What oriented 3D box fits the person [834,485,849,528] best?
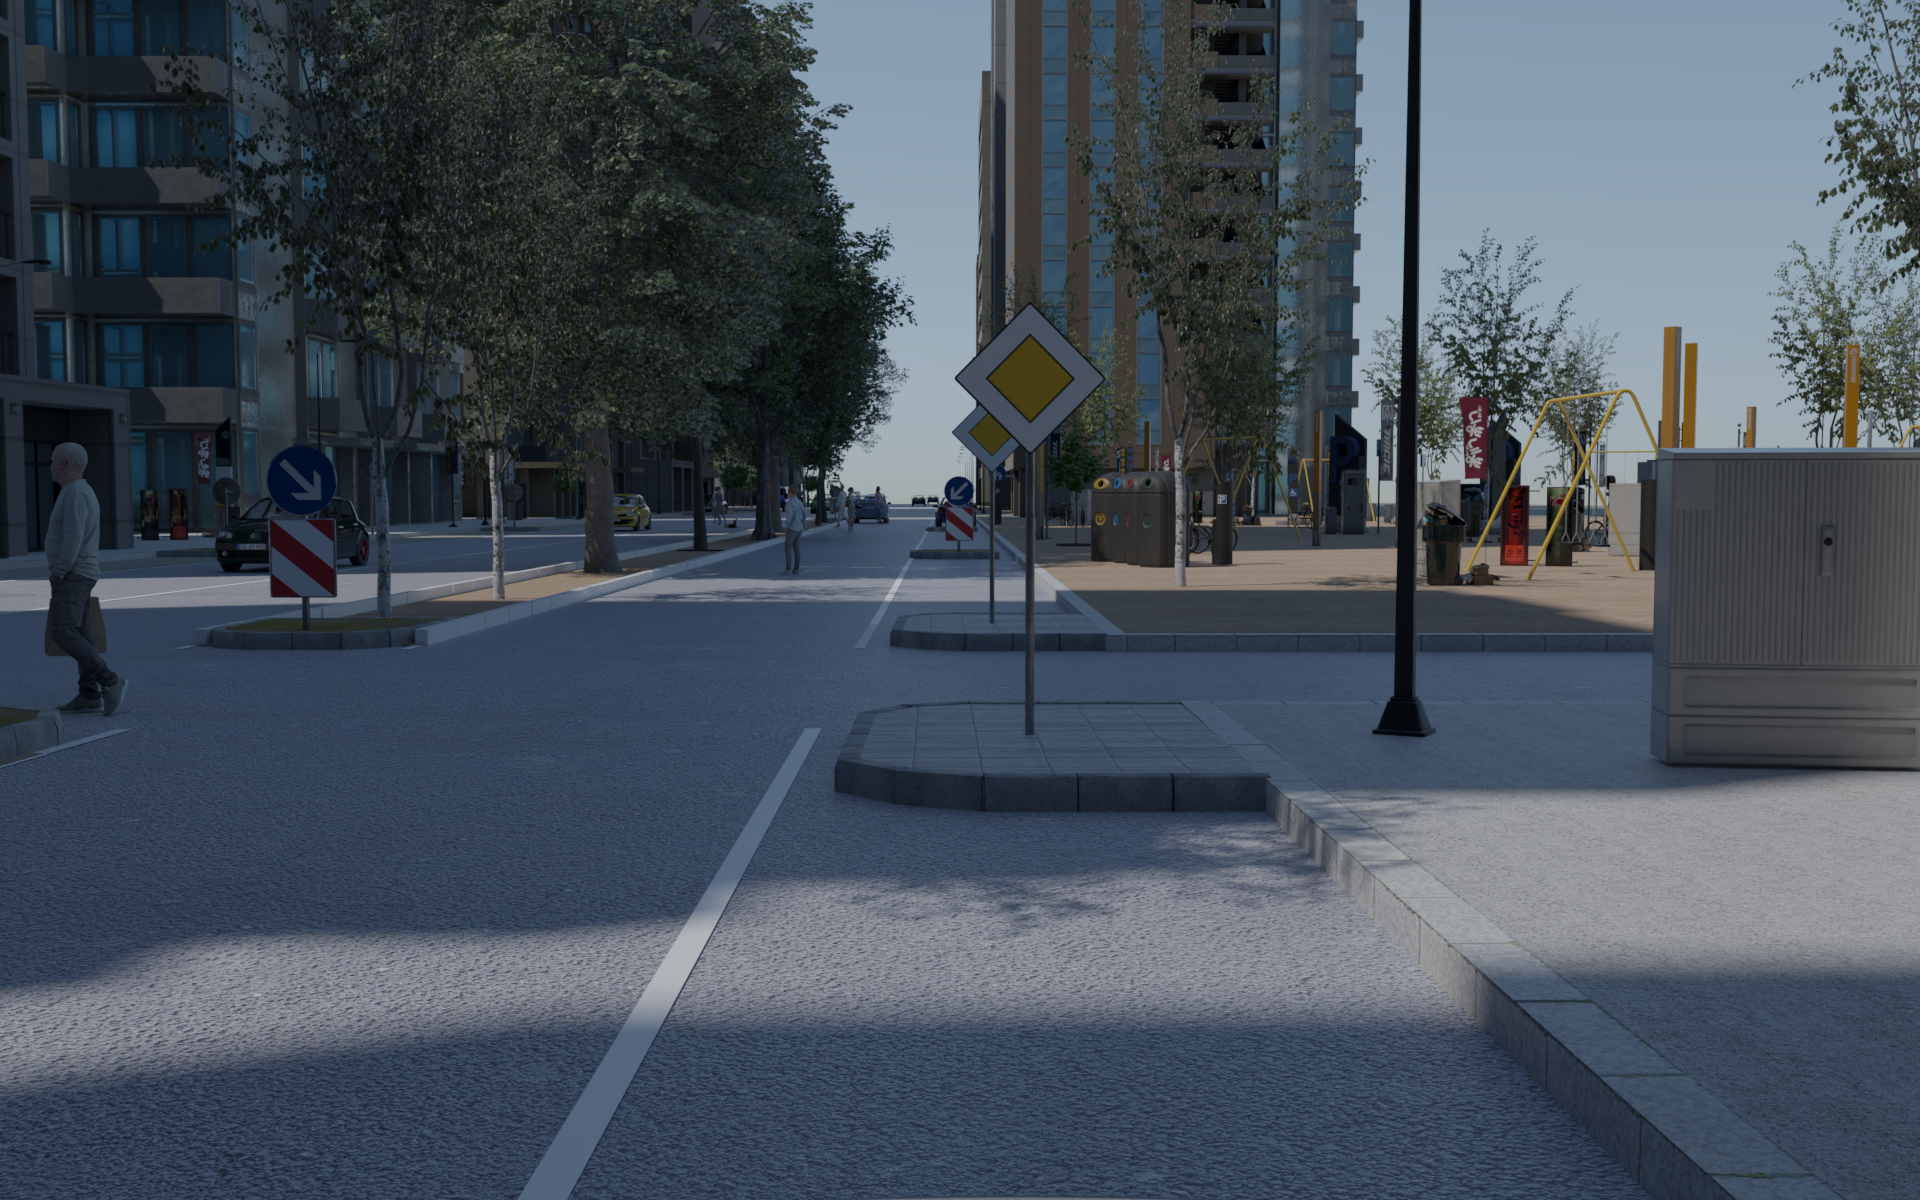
[{"bbox_3d":[-4.986,-4.021,74.116,0.818,1.842,0.514,0,4,7],"label":"person"}]

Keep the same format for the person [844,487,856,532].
[{"bbox_3d":[-4.089,-3.387,64.876,0.522,1.701,0.512,-1,4,-18],"label":"person"}]

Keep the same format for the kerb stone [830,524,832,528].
[{"bbox_3d":[-5.470,-2.994,71.224,0.120,0.150,1.000,0,4,0],"label":"kerb stone"}]

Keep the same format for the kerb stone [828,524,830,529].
[{"bbox_3d":[-5.457,-2.936,70.199,0.120,0.150,1.000,0,4,0],"label":"kerb stone"}]

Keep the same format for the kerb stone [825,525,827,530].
[{"bbox_3d":[-5.447,-2.805,68.151,0.120,0.150,1.000,0,4,0],"label":"kerb stone"}]

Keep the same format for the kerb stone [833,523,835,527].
[{"bbox_3d":[-5.479,-3.123,73.281,0.120,0.150,1.000,0,4,0],"label":"kerb stone"}]

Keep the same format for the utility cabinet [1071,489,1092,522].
[{"bbox_3d":[5.575,-4.324,79.374,0.318,1.500,1.173,-3,4,-36],"label":"utility cabinet"}]

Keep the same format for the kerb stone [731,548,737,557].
[{"bbox_3d":[-5.259,-1.054,39.427,0.120,0.150,1.000,0,4,0],"label":"kerb stone"}]

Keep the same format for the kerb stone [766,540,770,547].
[{"bbox_3d":[-5.300,-1.493,46.608,0.120,0.150,1.000,0,4,0],"label":"kerb stone"}]

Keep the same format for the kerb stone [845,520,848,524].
[{"bbox_3d":[-5.561,-3.748,83.542,0.120,0.150,1.000,0,4,0],"label":"kerb stone"}]

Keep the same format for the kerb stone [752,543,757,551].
[{"bbox_3d":[-5.284,-1.302,43.527,0.120,0.150,1.000,0,4,0],"label":"kerb stone"}]

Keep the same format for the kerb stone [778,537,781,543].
[{"bbox_3d":[-5.320,-1.676,49.677,0.120,0.150,1.000,0,4,0],"label":"kerb stone"}]

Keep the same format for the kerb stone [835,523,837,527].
[{"bbox_3d":[-5.491,-3.182,74.306,0.120,0.150,1.000,0,4,0],"label":"kerb stone"}]

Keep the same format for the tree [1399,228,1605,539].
[{"bbox_3d":[15.148,-6.025,48.869,4.737,8.622,4.395,0,3,0],"label":"tree"}]

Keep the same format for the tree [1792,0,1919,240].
[{"bbox_3d":[11.279,-4.217,19.318,4.360,8.622,3.978,0,3,0],"label":"tree"}]

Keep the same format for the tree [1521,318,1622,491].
[{"bbox_3d":[25.921,-7.510,73.155,4.360,8.622,3.978,0,3,0],"label":"tree"}]

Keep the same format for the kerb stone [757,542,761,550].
[{"bbox_3d":[-5.293,-1.367,44.549,0.120,0.150,1.000,0,4,0],"label":"kerb stone"}]

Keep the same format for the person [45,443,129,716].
[{"bbox_3d":[-5.775,-0.148,11.411,0.515,1.767,0.782,-2,4,-24],"label":"person"}]

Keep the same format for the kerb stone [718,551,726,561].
[{"bbox_3d":[-5.241,-0.924,37.383,0.120,0.150,1.000,0,4,0],"label":"kerb stone"}]

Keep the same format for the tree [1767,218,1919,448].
[{"bbox_3d":[23.925,-5.928,47.280,4.737,8.622,4.395,0,3,0],"label":"tree"}]

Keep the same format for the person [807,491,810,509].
[{"bbox_3d":[-14.348,-9.504,164.602,0.721,1.735,1.217,0,4,-2],"label":"person"}]

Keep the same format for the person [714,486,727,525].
[{"bbox_3d":[-10.977,-4.318,79.441,0.599,1.781,0.374,2,4,24],"label":"person"}]

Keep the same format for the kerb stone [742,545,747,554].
[{"bbox_3d":[-5.269,-1.174,41.471,0.120,0.150,1.000,0,4,0],"label":"kerb stone"}]

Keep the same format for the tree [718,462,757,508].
[{"bbox_3d":[-20.743,-11.291,168.315,4.285,4.588,4.351,0,3,0],"label":"tree"}]

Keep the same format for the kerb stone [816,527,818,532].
[{"bbox_3d":[-5.429,-2.558,64.022,0.120,0.150,1.000,0,4,0],"label":"kerb stone"}]

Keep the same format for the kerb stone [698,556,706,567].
[{"bbox_3d":[-5.218,-0.738,34.308,0.120,0.150,1.000,0,4,0],"label":"kerb stone"}]

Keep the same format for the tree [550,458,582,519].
[{"bbox_3d":[-20.457,-5.844,90.149,1.663,3.219,1.824,0,3,0],"label":"tree"}]

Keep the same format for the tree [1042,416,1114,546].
[{"bbox_3d":[2.763,-2.957,42.954,1.663,3.219,1.824,0,3,0],"label":"tree"}]

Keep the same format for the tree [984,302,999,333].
[{"bbox_3d":[2.646,-6.815,61.788,4.360,8.622,3.978,0,3,0],"label":"tree"}]

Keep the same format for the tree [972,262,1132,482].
[{"bbox_3d":[2.452,-6.358,54.321,4.737,8.622,4.395,0,3,0],"label":"tree"}]

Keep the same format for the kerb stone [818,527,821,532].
[{"bbox_3d":[-5.423,-2.621,65.044,0.120,0.150,1.000,0,4,0],"label":"kerb stone"}]

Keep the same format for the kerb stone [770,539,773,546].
[{"bbox_3d":[-5.313,-1.550,47.632,0.120,0.150,1.000,0,4,0],"label":"kerb stone"}]

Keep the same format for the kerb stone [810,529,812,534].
[{"bbox_3d":[-5.394,-2.370,60.944,0.120,0.150,1.000,0,4,0],"label":"kerb stone"}]

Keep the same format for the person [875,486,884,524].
[{"bbox_3d":[-3.894,-4.572,83.265,0.388,1.821,0.555,1,4,22],"label":"person"}]

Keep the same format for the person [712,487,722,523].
[{"bbox_3d":[-11.805,-4.618,84.234,0.478,1.798,0.641,-3,4,-38],"label":"person"}]

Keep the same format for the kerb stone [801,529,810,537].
[{"bbox_3d":[-5.391,-2.304,59.917,0.120,0.150,1.000,0,4,0],"label":"kerb stone"}]

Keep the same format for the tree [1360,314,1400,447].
[{"bbox_3d":[17.559,-7.139,67.080,4.737,8.622,4.395,0,3,0],"label":"tree"}]

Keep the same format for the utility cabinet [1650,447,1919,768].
[{"bbox_3d":[3.913,0.033,8.138,1.173,1.500,0.318,0,4,8],"label":"utility cabinet"}]

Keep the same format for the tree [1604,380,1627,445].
[{"bbox_3d":[28.642,-8.004,81.229,4.737,8.622,4.395,0,3,0],"label":"tree"}]

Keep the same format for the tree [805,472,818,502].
[{"bbox_3d":[-21.683,-16.426,252.282,4.285,4.588,4.351,0,3,0],"label":"tree"}]

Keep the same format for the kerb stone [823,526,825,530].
[{"bbox_3d":[-5.443,-2.747,67.112,0.120,0.150,1.000,0,4,0],"label":"kerb stone"}]

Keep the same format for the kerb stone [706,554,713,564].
[{"bbox_3d":[-5.224,-0.803,35.330,0.120,0.150,1.000,0,4,0],"label":"kerb stone"}]

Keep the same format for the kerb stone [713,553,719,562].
[{"bbox_3d":[-5.236,-0.860,36.357,0.120,0.150,1.000,0,4,0],"label":"kerb stone"}]

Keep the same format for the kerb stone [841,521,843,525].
[{"bbox_3d":[-5.510,-3.436,78.411,0.120,0.150,1.000,0,4,0],"label":"kerb stone"}]

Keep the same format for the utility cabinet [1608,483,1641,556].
[{"bbox_3d":[13.990,-1.649,35.636,1.173,1.500,0.318,2,4,28],"label":"utility cabinet"}]

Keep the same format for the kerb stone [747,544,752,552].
[{"bbox_3d":[-5.274,-1.239,42.505,0.120,0.150,1.000,0,4,0],"label":"kerb stone"}]

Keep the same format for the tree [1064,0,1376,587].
[{"bbox_3d":[3.139,-4.475,23.526,4.360,8.622,3.978,0,3,0],"label":"tree"}]

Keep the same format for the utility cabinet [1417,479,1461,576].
[{"bbox_3d":[7.328,-1.099,26.642,0.318,1.500,1.173,0,4,-4],"label":"utility cabinet"}]

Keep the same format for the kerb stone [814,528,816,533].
[{"bbox_3d":[-5.417,-2.496,62.997,0.120,0.150,1.000,0,4,0],"label":"kerb stone"}]

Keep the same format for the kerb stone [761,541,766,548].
[{"bbox_3d":[-5.294,-1.430,45.575,0.120,0.150,1.000,0,4,0],"label":"kerb stone"}]

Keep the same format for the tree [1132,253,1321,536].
[{"bbox_3d":[8.594,-6.287,53.161,4.737,8.622,4.395,0,3,0],"label":"tree"}]

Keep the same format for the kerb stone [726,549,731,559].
[{"bbox_3d":[-5.251,-0.990,38.405,0.120,0.150,1.000,0,4,0],"label":"kerb stone"}]

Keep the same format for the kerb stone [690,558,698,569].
[{"bbox_3d":[-5.213,-0.673,33.286,0.120,0.150,1.000,0,4,0],"label":"kerb stone"}]

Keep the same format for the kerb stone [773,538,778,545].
[{"bbox_3d":[-5.304,-1.618,48.654,0.120,0.150,1.000,0,4,0],"label":"kerb stone"}]

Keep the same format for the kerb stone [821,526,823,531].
[{"bbox_3d":[-5.433,-2.684,66.074,0.120,0.150,1.000,0,4,0],"label":"kerb stone"}]

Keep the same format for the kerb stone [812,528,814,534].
[{"bbox_3d":[-5.404,-2.433,61.967,0.120,0.150,1.000,0,4,0],"label":"kerb stone"}]

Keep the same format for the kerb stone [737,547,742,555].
[{"bbox_3d":[-5.265,-1.114,40.449,0.120,0.150,1.000,0,4,0],"label":"kerb stone"}]

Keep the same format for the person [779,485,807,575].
[{"bbox_3d":[-2.981,-1.265,30.998,0.330,1.601,0.589,3,4,38],"label":"person"}]

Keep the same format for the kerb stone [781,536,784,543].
[{"bbox_3d":[-5.331,-1.742,50.706,0.120,0.150,1.000,0,4,0],"label":"kerb stone"}]
